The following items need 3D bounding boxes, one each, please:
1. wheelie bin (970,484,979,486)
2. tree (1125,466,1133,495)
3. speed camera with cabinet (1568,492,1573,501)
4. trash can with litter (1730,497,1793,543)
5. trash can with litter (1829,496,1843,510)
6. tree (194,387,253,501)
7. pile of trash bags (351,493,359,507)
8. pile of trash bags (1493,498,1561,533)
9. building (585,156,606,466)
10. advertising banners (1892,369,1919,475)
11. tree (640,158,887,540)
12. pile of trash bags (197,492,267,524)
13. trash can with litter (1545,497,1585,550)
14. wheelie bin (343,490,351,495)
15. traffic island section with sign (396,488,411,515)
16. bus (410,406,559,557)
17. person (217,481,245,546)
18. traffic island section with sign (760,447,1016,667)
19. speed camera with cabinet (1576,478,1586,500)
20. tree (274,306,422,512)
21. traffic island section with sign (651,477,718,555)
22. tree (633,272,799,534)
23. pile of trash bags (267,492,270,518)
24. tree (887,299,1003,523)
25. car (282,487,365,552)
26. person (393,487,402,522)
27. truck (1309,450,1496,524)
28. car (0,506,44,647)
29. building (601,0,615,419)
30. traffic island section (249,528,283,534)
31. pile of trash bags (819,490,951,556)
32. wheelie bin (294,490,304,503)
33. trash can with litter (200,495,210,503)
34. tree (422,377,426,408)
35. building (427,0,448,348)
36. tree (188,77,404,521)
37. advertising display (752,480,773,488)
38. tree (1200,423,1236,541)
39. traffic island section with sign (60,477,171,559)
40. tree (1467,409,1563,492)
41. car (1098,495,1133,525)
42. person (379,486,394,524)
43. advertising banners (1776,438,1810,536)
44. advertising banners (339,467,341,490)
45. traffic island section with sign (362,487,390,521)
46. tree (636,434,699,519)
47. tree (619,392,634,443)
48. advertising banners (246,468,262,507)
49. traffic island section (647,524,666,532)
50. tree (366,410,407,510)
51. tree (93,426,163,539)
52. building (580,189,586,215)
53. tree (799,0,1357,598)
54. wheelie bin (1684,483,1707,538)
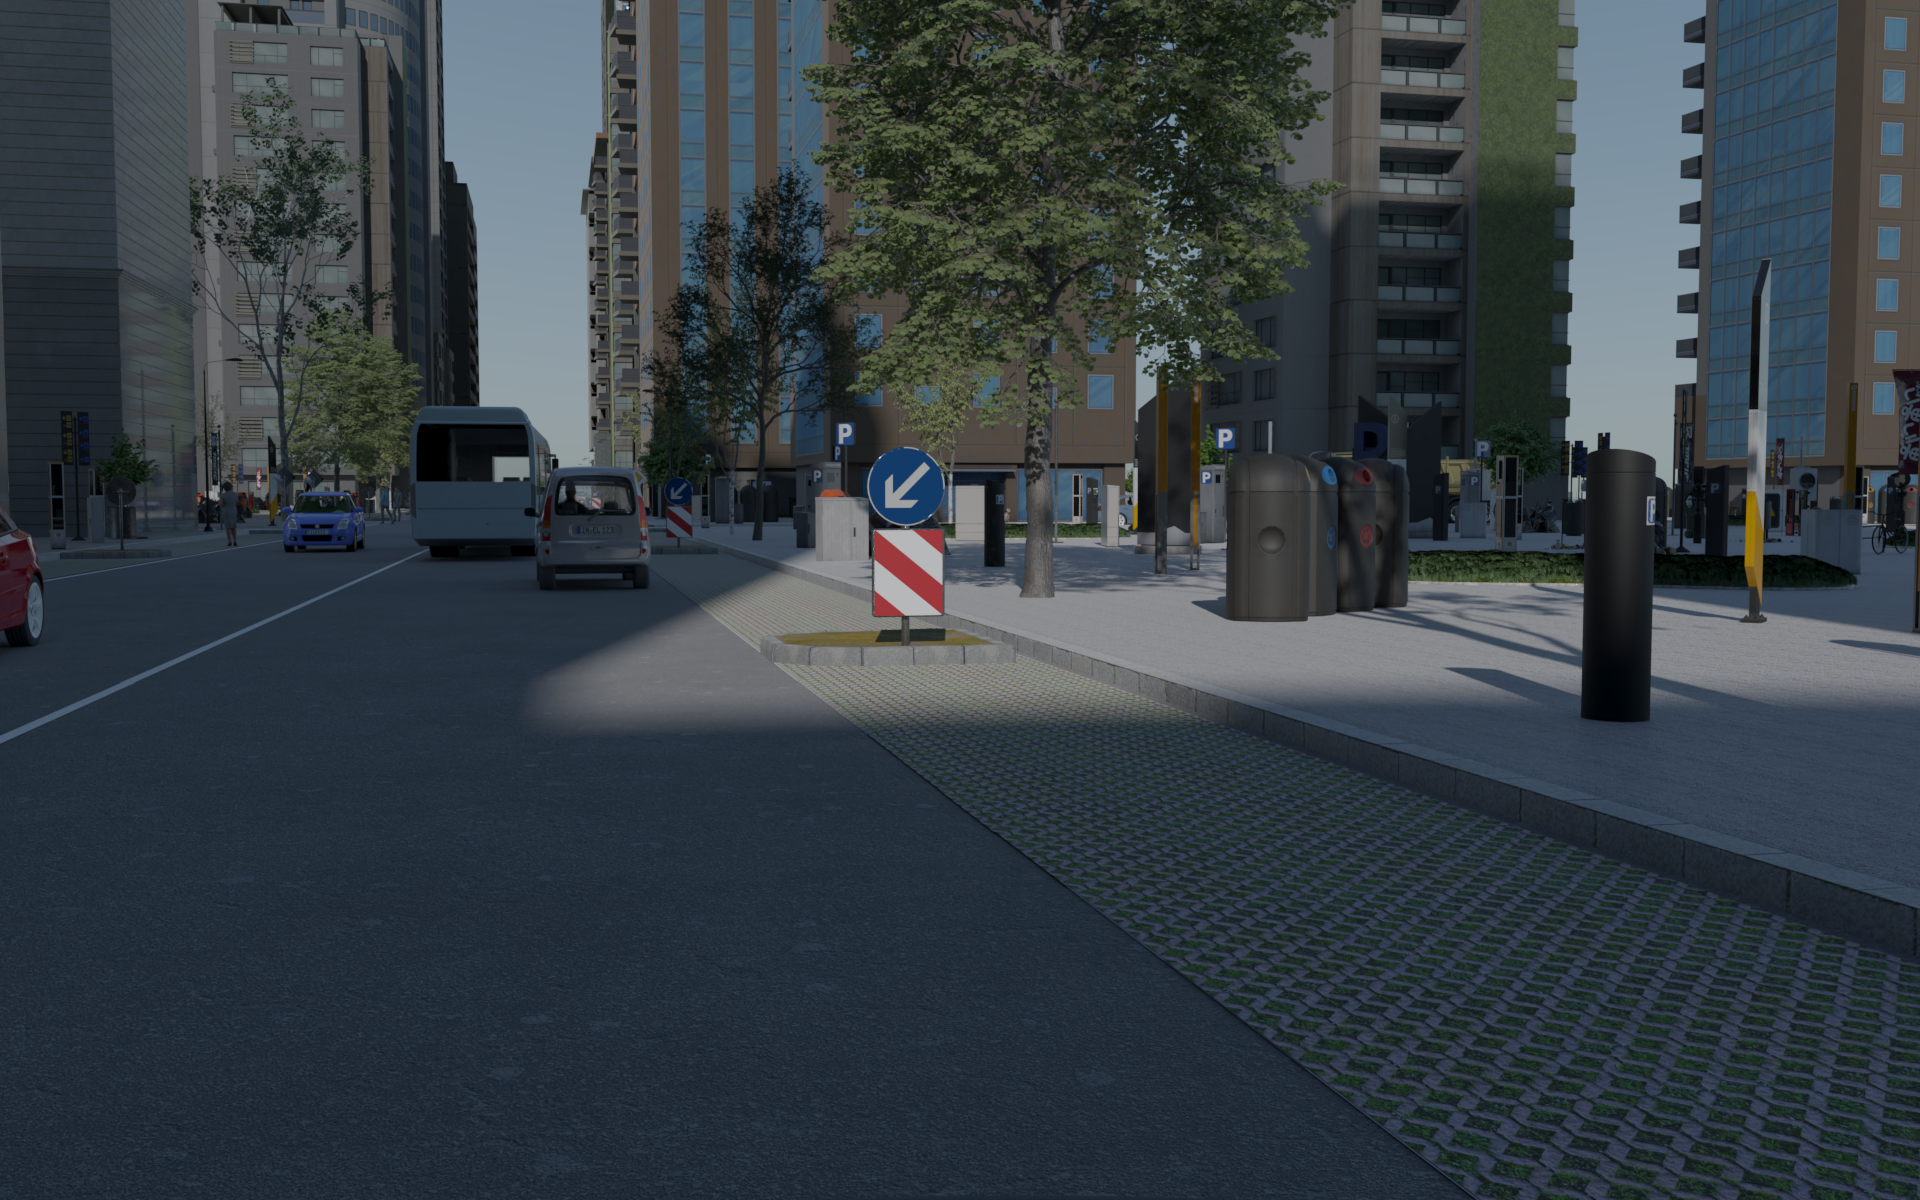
[{"bbox_3d":[0.435,-2.853,54.555,0.693,1.594,0.980,-1,4,-22],"label":"wheelie bin"},{"bbox_3d":[11.995,-7.662,119.868,1.663,3.219,1.824,0,3,0],"label":"tree"},{"bbox_3d":[43.014,-7.958,124.447,0.660,3.252,2.038,-2,4,-33],"label":"speed camera with cabinet"},{"bbox_3d":[21.294,-2.147,46.161,1.678,1.210,2.233,2,4,33],"label":"trash can with litter"},{"bbox_3d":[33.082,-3.375,66.242,2.233,1.210,1.678,0,4,2],"label":"trash can with litter"},{"bbox_3d":[-51.706,-10.397,120.359,4.360,8.622,3.978,0,3,0],"label":"tree"},{"bbox_3d":[-38.870,-6.087,109.270,1.912,1.369,3.447,0,4,7],"label":"pile of trash bags"},{"bbox_3d":[18.983,-2.986,58.576,1.912,1.369,3.447,0,4,3],"label":"pile of trash bags"},{"bbox_3d":[-41.717,-41.346,265.252,28.713,52.752,27.495,-1,4,-13],"label":"building"},{"bbox_3d":[14.087,-1.721,24.323,2.074,3.025,0.090,0,4,1],"label":"advertising banners"},{"bbox_3d":[-5.270,-6.926,47.653,7.601,10.594,8.767,-1,4,-9],"label":"tree"},{"bbox_3d":[-32.660,-4.111,76.962,1.912,1.369,3.447,0,4,4],"label":"pile of trash bags"},{"bbox_3d":[14.707,-1.789,40.309,2.233,1.210,1.678,1,4,11],"label":"trash can with litter"},{"bbox_3d":[-50.346,-8.221,142.325,0.693,1.594,0.980,2,4,32],"label":"wheelie bin"},{"bbox_3d":[-37.659,-6.731,118.678,1.989,1.847,2.006,-1,4,-13],"label":"traffic island section with sign"},{"bbox_3d":[-11.564,-2.934,42.836,2.948,3.499,13.247,-1,4,-12],"label":"bus"},{"bbox_3d":[-19.878,-2.347,47.230,0.532,1.782,0.716,3,5,43],"label":"person"},{"bbox_3d":[-0.724,-0.407,15.281,1.989,1.847,2.006,-1,4,-13],"label":"traffic island section with sign"},{"bbox_3d":[40.668,-7.247,112.824,0.660,3.252,2.038,2,4,31],"label":"speed camera with cabinet"},{"bbox_3d":[-37.378,-11.421,104.868,7.486,12.596,7.792,0,3,0],"label":"tree"},{"bbox_3d":[-6.938,-2.026,41.760,1.989,1.847,2.006,-1,4,-13],"label":"traffic island section with sign"},{"bbox_3d":[-7.250,-6.411,55.184,4.737,8.622,4.395,0,3,0],"label":"tree"},{"bbox_3d":[-38.558,-5.099,93.129,3.447,1.369,1.912,-2,4,-28],"label":"pile of trash bags"},{"bbox_3d":[-0.587,-6.908,63.314,4.737,8.622,4.395,0,3,0],"label":"tree"},{"bbox_3d":[-16.105,-2.100,43.919,1.945,1.707,3.694,-1,4,-14],"label":"car"},{"bbox_3d":[-29.399,-5.007,90.470,0.635,1.810,0.391,1,4,21],"label":"person"},{"bbox_3d":[19.621,-5.005,77.762,9.791,3.379,3.469,-1,4,-11],"label":"truck"},{"bbox_3d":[-9.221,-0.348,14.725,2.155,1.783,4.494,-1,4,-15],"label":"car"},{"bbox_3d":[-40.944,-49.050,240.211,20.563,71.187,20.611,-1,4,-13],"label":"building"},{"bbox_3d":[-24.566,-2.491,63.013,2.009,0.180,2.903,-1,4,-13],"label":"traffic island section"},{"bbox_3d":[-1.746,-1.572,35.449,1.912,1.369,3.447,2,4,32],"label":"pile of trash bags"},{"bbox_3d":[-48.562,-7.316,127.522,0.980,1.594,0.693,0,4,8],"label":"wheelie bin"},{"bbox_3d":[-45.767,-5.688,104.055,2.233,1.210,1.678,-1,4,-23],"label":"trash can with litter"},{"bbox_3d":[-41.361,-12.545,123.232,7.486,12.596,7.792,0,3,0],"label":"tree"},{"bbox_3d":[-77.312,-48.532,231.744,20.563,71.187,20.611,-1,4,-13],"label":"building"},{"bbox_3d":[-32.766,-13.782,81.229,12.611,20.169,13.585,0,3,0],"label":"tree"},{"bbox_3d":[-9.318,-4.673,81.619,0.974,1.923,0.123,0,4,2],"label":"advertising display"},{"bbox_3d":[6.679,-3.226,47.354,1.663,3.219,1.824,0,3,0],"label":"tree"},{"bbox_3d":[-18.931,-1.855,38.963,1.989,1.847,2.006,-1,4,-13],"label":"traffic island section with sign"},{"bbox_3d":[21.389,-5.096,67.026,4.285,4.588,4.351,0,3,0],"label":"tree"},{"bbox_3d":[7.812,-3.826,74.552,4.499,1.417,2.014,-1,4,-12],"label":"car"},{"bbox_3d":[-27.461,-4.553,82.799,0.748,1.841,0.638,2,4,30],"label":"person"},{"bbox_3d":[25.572,-3.490,53.250,0.090,3.025,2.074,0,4,-1],"label":"advertising banners"},{"bbox_3d":[-41.021,-7.143,112.969,0.090,3.025,2.074,1,4,18],"label":"advertising banners"},{"bbox_3d":[-31.456,-5.118,92.299,1.989,1.847,2.006,-1,4,-13],"label":"traffic island section with sign"},{"bbox_3d":[-14.950,-6.424,88.744,4.285,4.588,4.351,0,3,0],"label":"tree"},{"bbox_3d":[-13.548,-8.134,83.359,4.737,8.622,4.395,0,3,0],"label":"tree"},{"bbox_3d":[-48.016,-7.403,117.220,2.074,3.025,0.090,1,4,22],"label":"advertising banners"},{"bbox_3d":[-12.257,-2.667,65.889,2.009,0.180,2.903,-1,4,-13],"label":"traffic island section"},{"bbox_3d":[-45.866,-11.505,138.476,4.737,8.622,4.395,0,3,0],"label":"tree"},{"bbox_3d":[-23.995,-3.363,49.590,1.663,3.219,1.824,0,3,0],"label":"tree"},{"bbox_3d":[-48.769,-42.969,291.789,28.713,52.752,27.495,-1,4,-13],"label":"building"},{"bbox_3d":[1.273,-6.322,21.494,7.486,12.596,7.792,0,3,0],"label":"tree"},{"bbox_3d":[21.475,-2.589,50.243,0.980,1.594,0.693,-3,5,-40],"label":"wheelie bin"}]
